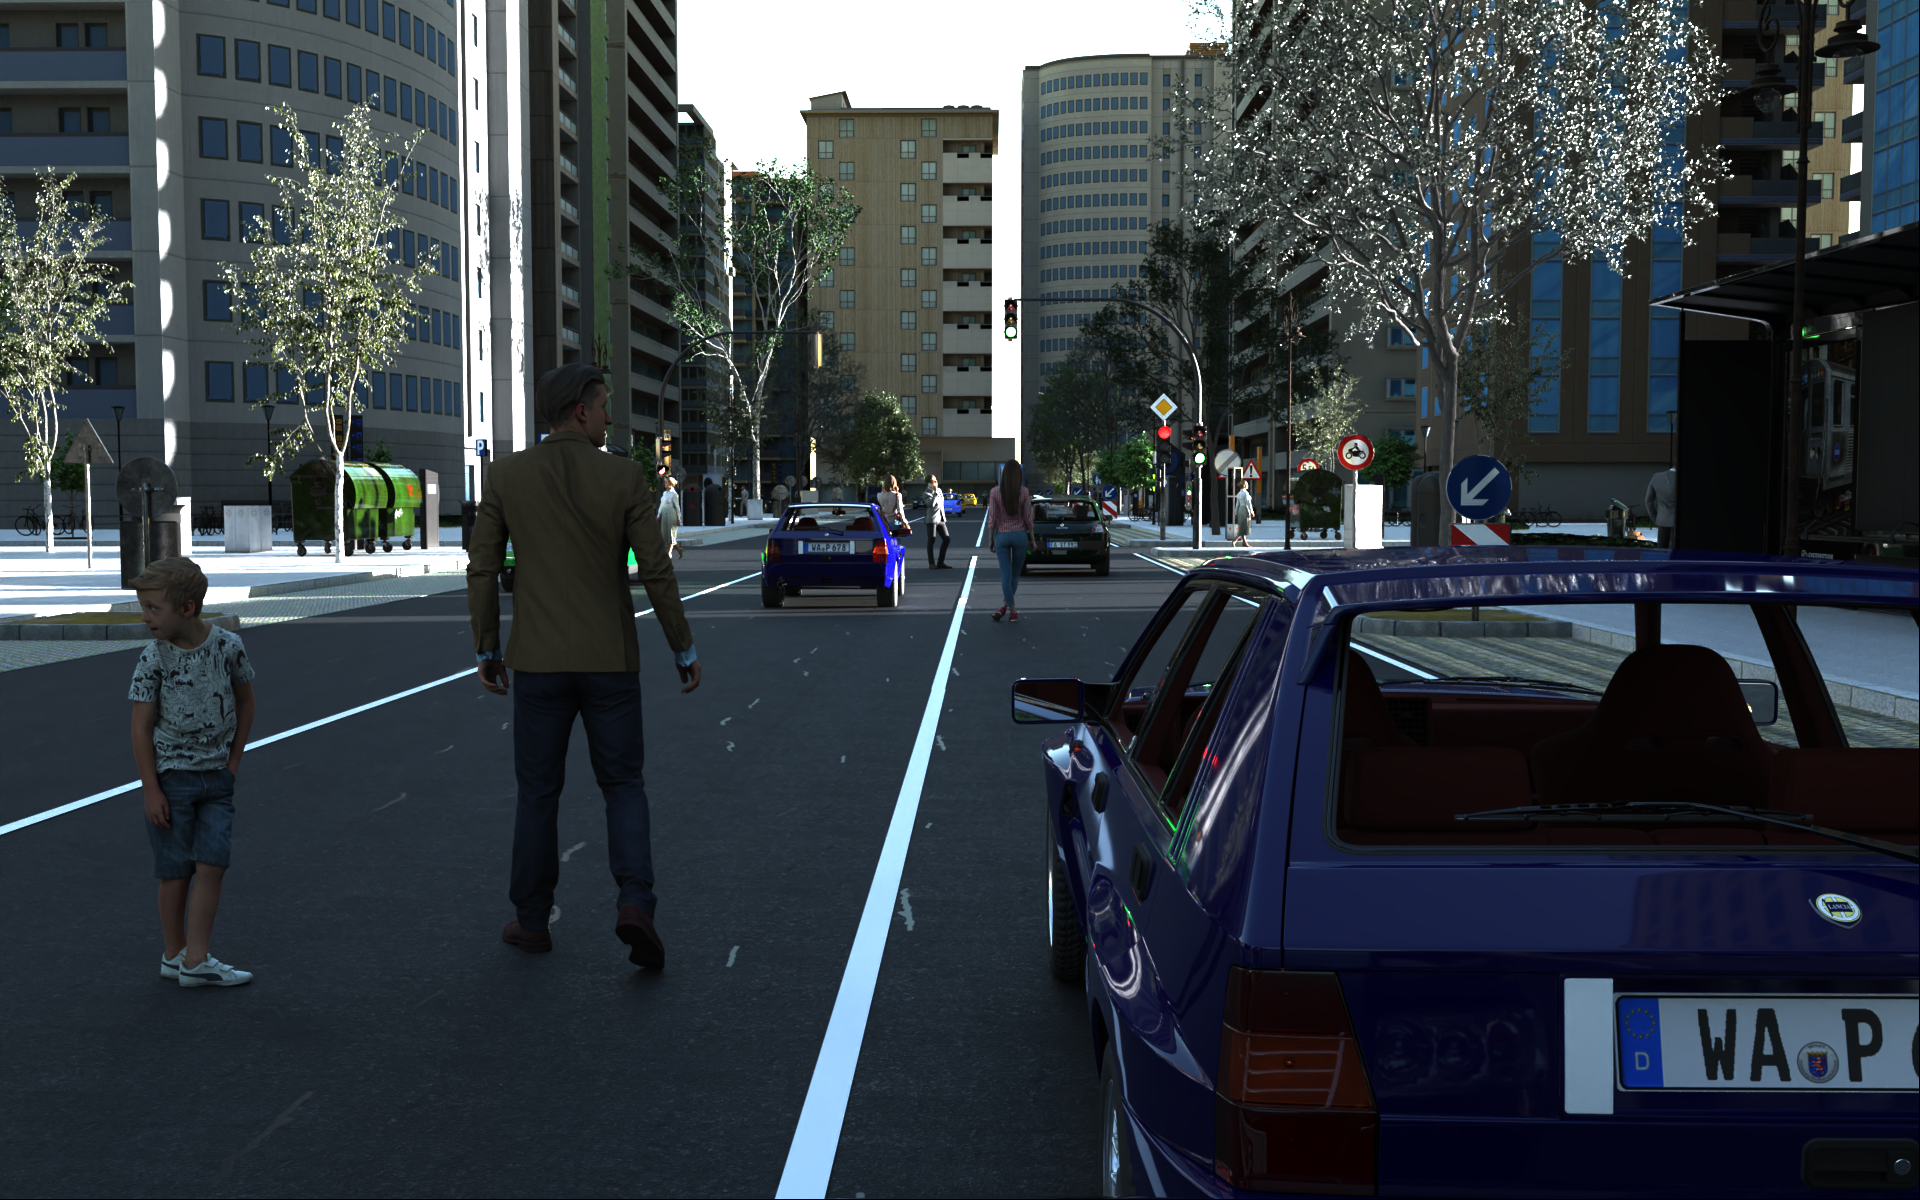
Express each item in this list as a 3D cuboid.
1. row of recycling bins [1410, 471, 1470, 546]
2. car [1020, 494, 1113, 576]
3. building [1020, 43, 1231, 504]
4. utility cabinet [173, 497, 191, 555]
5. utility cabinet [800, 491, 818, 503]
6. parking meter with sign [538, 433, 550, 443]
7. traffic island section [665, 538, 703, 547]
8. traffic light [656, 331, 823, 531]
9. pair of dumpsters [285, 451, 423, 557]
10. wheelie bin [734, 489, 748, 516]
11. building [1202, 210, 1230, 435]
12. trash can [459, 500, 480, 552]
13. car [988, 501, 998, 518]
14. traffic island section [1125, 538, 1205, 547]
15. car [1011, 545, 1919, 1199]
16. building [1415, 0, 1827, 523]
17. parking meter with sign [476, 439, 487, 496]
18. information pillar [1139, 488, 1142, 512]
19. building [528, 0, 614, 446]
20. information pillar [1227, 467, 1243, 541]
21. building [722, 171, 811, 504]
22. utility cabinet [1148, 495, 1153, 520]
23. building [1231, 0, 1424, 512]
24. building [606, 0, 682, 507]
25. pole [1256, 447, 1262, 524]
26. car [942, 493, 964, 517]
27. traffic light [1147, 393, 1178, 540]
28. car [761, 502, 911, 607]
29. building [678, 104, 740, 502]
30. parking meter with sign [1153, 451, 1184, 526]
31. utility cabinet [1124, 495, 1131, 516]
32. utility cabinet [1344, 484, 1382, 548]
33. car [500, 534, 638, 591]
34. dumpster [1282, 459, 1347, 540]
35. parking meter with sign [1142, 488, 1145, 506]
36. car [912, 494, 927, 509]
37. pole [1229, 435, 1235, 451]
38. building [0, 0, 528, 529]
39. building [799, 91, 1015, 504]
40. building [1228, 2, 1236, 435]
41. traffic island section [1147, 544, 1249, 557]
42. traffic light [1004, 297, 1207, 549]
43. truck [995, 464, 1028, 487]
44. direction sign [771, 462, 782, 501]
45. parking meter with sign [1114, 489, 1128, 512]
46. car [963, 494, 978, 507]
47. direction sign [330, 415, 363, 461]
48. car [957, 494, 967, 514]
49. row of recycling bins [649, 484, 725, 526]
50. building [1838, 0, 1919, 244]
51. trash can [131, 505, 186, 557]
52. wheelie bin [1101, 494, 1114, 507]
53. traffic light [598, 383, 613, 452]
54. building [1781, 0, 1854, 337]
[{"bbox_3d":[8.699,-1.492,31.503,1.069,1.692,3.534,1,4,14],"label":"row of recycling bins"},{"bbox_3d":[1.836,-1.350,31.860,2.009,1.686,4.222,0,4,2],"label":"car"},{"bbox_3d":[22.309,-42.084,230.064,28.212,58.520,21.231,0,4,1],"label":"building"},{"bbox_3d":[-16.721,-1.583,37.039,0.306,1.237,1.020,-3,4,-36],"label":"utility cabinet"},{"bbox_3d":[-9.510,-6.149,109.207,1.173,1.500,0.318,-3,4,-37],"label":"utility cabinet"},{"bbox_3d":[-11.521,-3.215,48.824,0.543,3.016,1.738,-1,4,-19],"label":"parking meter with sign"},{"bbox_3d":[-8.364,-1.608,48.570,2.009,0.180,2.903,0,4,1],"label":"traffic island section"},{"bbox_3d":[-6.231,-4.512,48.431,4.771,5.953,1.251,0,4,1],"label":"traffic light"},{"bbox_3d":[-13.053,-2.138,37.446,1.574,2.255,4.437,0,4,1],"label":"pair of dumpsters"},{"bbox_3d":[-12.870,-5.753,101.969,0.980,1.594,0.693,2,4,30],"label":"wheelie bin"},{"bbox_3d":[31.668,-24.845,177.919,14.160,30.474,14.107,0,4,1],"label":"building"},{"bbox_3d":[-10.708,-1.631,38.316,0.748,1.137,0.748,0,3,0],"label":"trash can"},{"bbox_3d":[2.487,-4.755,86.782,2.155,1.783,4.494,0,3,0],"label":"car"},{"bbox_3d":[5.675,-1.592,48.306,2.009,0.180,2.903,0,4,1],"label":"traffic island section"},{"bbox_3d":[1.097,0.528,3.942,1.945,1.354,3.894,0,4,1],"label":"car"},{"bbox_3d":[30.551,-26.420,82.071,14.600,45.320,14.200,0,4,1],"label":"building"},{"bbox_3d":[-14.573,-3.622,55.485,0.543,3.016,1.738,3,5,43],"label":"parking meter with sign"},{"bbox_3d":[10.343,-6.599,99.251,0.183,3.616,0.504,1,4,20],"label":"information pillar"},{"bbox_3d":[-29.578,-25.747,104.555,14.154,41.232,14.086,0,4,1],"label":"building"},{"bbox_3d":[7.541,-2.635,47.575,0.304,2.012,0.304,-2,4,-30],"label":"information pillar"},{"bbox_3d":[-34.585,-35.349,232.577,28.867,44.769,22.147,0,4,1],"label":"building"},{"bbox_3d":[9.703,-4.474,84.305,1.020,1.237,0.306,1,4,23],"label":"utility cabinet"},{"bbox_3d":[34.072,-31.512,138.924,21.300,48.544,21.600,0,4,1],"label":"building"},{"bbox_3d":[-34.282,-31.234,134.378,21.300,48.544,21.600,0,4,1],"label":"building"},{"bbox_3d":[12.881,-4.941,74.621,0.158,3.312,0.155,0,3,0],"label":"pole"},{"bbox_3d":[-0.733,-6.091,109.173,1.945,1.707,3.694,0,4,1],"label":"car"},{"bbox_3d":[5.635,-3.625,48.193,0.839,4.253,0.868,0,4,1],"label":"traffic light"},{"bbox_3d":[-1.648,-0.656,23.305,1.945,1.354,3.894,0,4,0],"label":"car"},{"bbox_3d":[-34.777,-29.226,169.725,23.993,40.220,32.217,0,4,1],"label":"building"},{"bbox_3d":[8.456,-4.509,69.980,0.543,3.016,1.738,3,4,36],"label":"parking meter with sign"},{"bbox_3d":[9.909,-5.603,102.766,0.306,1.237,1.020,1,4,13],"label":"utility cabinet"},{"bbox_3d":[9.317,-1.915,39.992,0.318,1.500,1.173,3,5,44],"label":"utility cabinet"},{"bbox_3d":[-5.884,-1.113,26.992,1.959,1.807,4.718,0,4,0],"label":"car"},{"bbox_3d":[9.980,-2.832,48.796,1.502,2.255,1.985,0,4,1],"label":"dumpster"},{"bbox_3d":[13.245,-7.752,123.008,0.543,3.016,1.738,2,4,24],"label":"parking meter with sign"},{"bbox_3d":[-3.505,-9.371,163.006,2.009,1.686,4.222,0,4,2],"label":"car"},{"bbox_3d":[9.414,-4.052,60.101,0.158,3.312,0.155,0,3,0],"label":"pole"},{"bbox_3d":[-32.934,-32.599,74.990,21.231,58.520,28.212,0,4,1],"label":"building"},{"bbox_3d":[-6.350,-39.494,234.973,27.495,52.752,28.713,0,4,1],"label":"building"},{"bbox_3d":[34.319,-44.101,159.298,20.563,71.187,20.611,0,4,1],"label":"building"},{"bbox_3d":[5.527,-1.103,40.323,2.009,0.180,2.903,0,4,1],"label":"traffic island section"},{"bbox_3d":[3.394,-4.002,40.107,4.771,5.953,1.251,0,4,1],"label":"traffic light"},{"bbox_3d":[4.471,-9.804,150.055,2.967,4.110,18.799,0,4,2],"label":"truck"},{"bbox_3d":[-12.870,-7.933,121.693,0.876,3.537,0.379,-3,4,-37],"label":"direction sign"},{"bbox_3d":[11.001,-7.692,122.023,1.738,3.016,0.543,1,4,18],"label":"parking meter with sign"},{"bbox_3d":[1.016,-11.565,199.313,2.015,1.641,3.980,0,4,0],"label":"car"},{"bbox_3d":[-17.559,-3.527,49.666,0.876,3.537,0.379,-2,4,-26],"label":"direction sign"},{"bbox_3d":[-0.461,-7.179,127.597,2.015,1.641,3.980,0,4,-1],"label":"car"},{"bbox_3d":[-11.179,-3.804,69.308,3.534,1.692,1.069,-1,4,-18],"label":"row of recycling bins"},{"bbox_3d":[45.031,-25.522,67.390,14.200,45.320,14.600,0,4,1],"label":"building"},{"bbox_3d":[-10.867,-0.721,23.442,0.748,1.137,0.748,0,3,0],"label":"trash can"},{"bbox_3d":[8.651,-5.711,101.290,0.980,1.594,0.693,2,4,25],"label":"wheelie bin"},{"bbox_3d":[-8.472,-3.152,40.451,0.839,4.253,0.868,0,4,1],"label":"traffic light"},{"bbox_3d":[67.183,-35.465,169.099,27.495,52.752,28.713,0,4,1],"label":"building"}]
